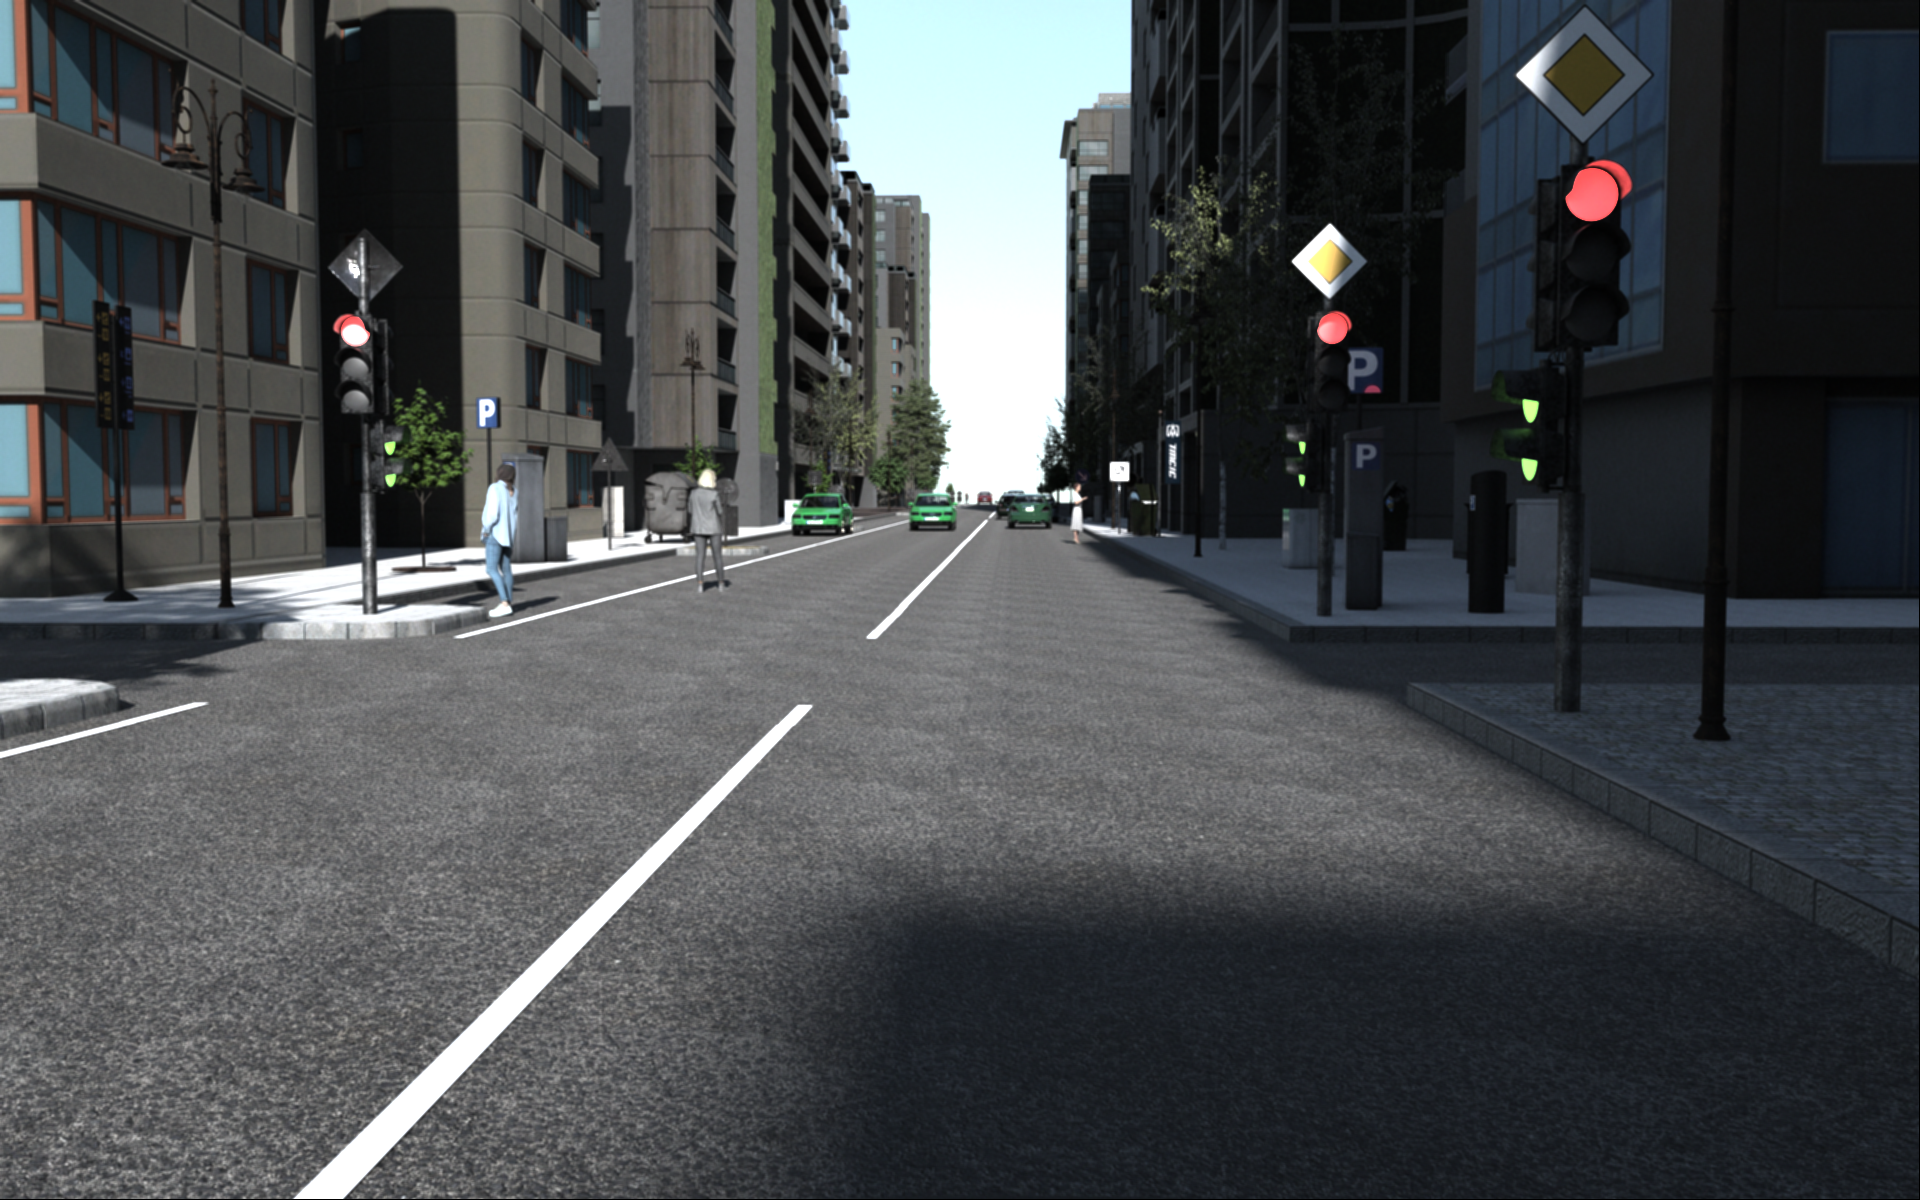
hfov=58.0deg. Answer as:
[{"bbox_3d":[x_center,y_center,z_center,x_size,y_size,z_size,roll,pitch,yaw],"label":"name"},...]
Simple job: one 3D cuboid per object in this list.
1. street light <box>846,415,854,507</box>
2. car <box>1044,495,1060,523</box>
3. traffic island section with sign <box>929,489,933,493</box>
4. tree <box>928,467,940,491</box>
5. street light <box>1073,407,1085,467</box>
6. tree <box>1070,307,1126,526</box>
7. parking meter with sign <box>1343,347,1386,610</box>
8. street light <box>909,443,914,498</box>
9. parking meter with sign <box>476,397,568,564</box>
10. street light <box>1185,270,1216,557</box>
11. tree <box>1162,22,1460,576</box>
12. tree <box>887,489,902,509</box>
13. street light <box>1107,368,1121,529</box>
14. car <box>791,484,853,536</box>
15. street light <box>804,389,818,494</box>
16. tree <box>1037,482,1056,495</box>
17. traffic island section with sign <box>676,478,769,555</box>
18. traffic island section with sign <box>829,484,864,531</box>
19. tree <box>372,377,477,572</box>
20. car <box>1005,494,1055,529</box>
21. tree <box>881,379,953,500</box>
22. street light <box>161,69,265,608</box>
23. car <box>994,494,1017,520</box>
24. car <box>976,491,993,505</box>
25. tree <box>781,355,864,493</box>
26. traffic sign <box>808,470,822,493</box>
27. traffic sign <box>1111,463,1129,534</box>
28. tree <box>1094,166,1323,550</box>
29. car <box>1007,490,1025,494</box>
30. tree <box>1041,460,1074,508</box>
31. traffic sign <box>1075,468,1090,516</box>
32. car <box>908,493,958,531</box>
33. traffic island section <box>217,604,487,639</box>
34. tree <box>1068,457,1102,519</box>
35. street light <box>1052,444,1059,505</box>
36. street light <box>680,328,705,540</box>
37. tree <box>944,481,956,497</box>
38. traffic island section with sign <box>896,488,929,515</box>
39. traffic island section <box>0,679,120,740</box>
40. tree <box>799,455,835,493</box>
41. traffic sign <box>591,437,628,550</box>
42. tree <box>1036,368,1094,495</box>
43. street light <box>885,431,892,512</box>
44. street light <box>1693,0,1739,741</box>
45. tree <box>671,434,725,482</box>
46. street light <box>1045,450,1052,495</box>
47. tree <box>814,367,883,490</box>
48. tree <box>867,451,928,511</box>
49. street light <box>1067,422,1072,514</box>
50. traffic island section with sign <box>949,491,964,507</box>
[{"bbox_3d":[-6.040,-7.489,95.235,0.468,5.910,1.993,0,4,2],"label":"street light"},{"bbox_3d":[4.115,-4.673,88.405,2.014,1.417,4.499,0,4,1],"label":"car"},{"bbox_3d":[-2.492,-8.344,145.050,1.989,1.847,2.006,0,4,2],"label":"traffic island section with sign"},{"bbox_3d":[-3.731,-12.675,190.944,4.285,4.588,4.351,0,3,0],"label":"tree"},{"bbox_3d":[6.465,-7.319,92.452,0.468,5.910,1.993,0,4,2],"label":"street light"},{"bbox_3d":[6.513,-7.256,68.995,4.360,8.622,3.978,0,3,0],"label":"tree"},{"bbox_3d":[4.614,-1.445,19.884,0.543,3.016,1.738,1,4,10],"label":"parking meter with sign"},{"bbox_3d":[-4.216,-10.996,152.567,0.468,5.910,1.993,0,4,2],"label":"street light"},{"bbox_3d":[-8.062,-2.190,32.074,0.543,3.016,1.738,2,4,34],"label":"parking meter with sign"},{"bbox_3d":[4.874,-3.823,35.293,0.468,5.910,1.993,0,4,2],"label":"street light"},{"bbox_3d":[5.606,-4.689,27.035,4.360,8.622,3.978,0,3,0],"label":"tree"},{"bbox_3d":[-5.398,-9.404,148.352,1.663,3.219,1.824,0,3,0],"label":"tree"},{"bbox_3d":[5.664,-5.568,63.818,0.468,5.910,1.993,0,4,2],"label":"street light"},{"bbox_3d":[-4.807,-3.178,60.748,1.959,1.807,4.718,0,4,3],"label":"car"},{"bbox_3d":[-6.588,-6.344,76.509,0.468,5.910,1.993,0,4,2],"label":"street light"},{"bbox_3d":[12.010,-14.701,234.956,1.663,3.219,1.824,0,3,0],"label":"tree"},{"bbox_3d":[-5.630,-2.007,41.436,1.989,1.847,2.006,0,4,2],"label":"traffic island section with sign"},{"bbox_3d":[-4.825,-3.655,68.380,1.989,1.847,2.006,0,4,2],"label":"traffic island section with sign"},{"bbox_3d":[-9.034,-2.087,28.717,1.663,3.219,1.824,0,3,0],"label":"tree"},{"bbox_3d":[2.944,-3.726,72.713,2.131,1.459,4.920,0,4,3],"label":"car"},{"bbox_3d":[-4.007,-15.413,170.134,7.486,12.596,7.792,0,3,0],"label":"tree"},{"bbox_3d":[-8.308,-2.853,19.435,0.468,5.910,1.993,0,4,2],"label":"street light"},{"bbox_3d":[2.947,-5.391,97.931,2.009,1.686,4.222,0,4,2],"label":"car"},{"bbox_3d":[3.362,-13.835,234.879,2.281,1.827,5.304,0,4,1],"label":"car"},{"bbox_3d":[-7.132,-8.586,90.743,4.360,8.622,3.978,0,3,0],"label":"tree"},{"bbox_3d":[-6.287,-4.462,75.088,0.606,2.300,0.079,0,4,4],"label":"traffic sign"},{"bbox_3d":[5.141,-3.284,55.827,0.606,2.300,0.079,0,4,8],"label":"traffic sign"},{"bbox_3d":[6.272,-5.456,39.560,4.737,8.622,4.395,0,3,0],"label":"tree"},{"bbox_3d":[5.208,-9.381,162.047,2.281,1.827,5.304,0,4,1],"label":"car"},{"bbox_3d":[9.031,-10.791,160.145,4.285,4.588,4.351,0,3,0],"label":"tree"},{"bbox_3d":[6.082,-5.256,86.041,0.768,2.556,0.104,0,4,3],"label":"traffic sign"},{"bbox_3d":[-1.064,-3.675,68.882,1.959,1.807,4.718,0,4,1],"label":"car"},{"bbox_3d":[-6.331,0.229,18.542,2.009,0.180,2.903,0,4,2],"label":"traffic island section"},{"bbox_3d":[6.451,-5.857,90.368,1.663,3.219,1.824,0,3,0],"label":"tree"},{"bbox_3d":[7.921,-10.249,140.365,0.468,5.910,1.993,0,4,2],"label":"street light"},{"bbox_3d":[-7.440,-4.621,48.336,0.468,5.910,1.993,0,4,2],"label":"street light"},{"bbox_3d":[-1.290,-15.669,250.789,1.663,3.219,1.824,0,3,0],"label":"tree"},{"bbox_3d":[-3.321,-6.696,118.108,1.989,1.847,2.006,0,4,2],"label":"traffic island section with sign"},{"bbox_3d":[-6.573,0.717,10.561,2.009,0.180,2.903,0,4,2],"label":"traffic island section"},{"bbox_3d":[-6.787,-5.508,84.654,1.663,3.219,1.824,0,3,0],"label":"tree"},{"bbox_3d":[-7.998,-2.416,39.512,0.884,2.594,0.081,0,4,6],"label":"traffic sign"},{"bbox_3d":[7.431,-9.160,100.123,4.737,8.622,4.395,0,3,0],"label":"tree"},{"bbox_3d":[-5.073,-9.273,124.395,0.468,5.910,1.993,0,4,2],"label":"street light"},{"bbox_3d":[3.944,-2.209,8.906,0.468,5.910,1.993,0,4,2],"label":"street light"},{"bbox_3d":[-8.592,-3.759,56.059,1.663,3.219,1.824,0,3,0],"label":"tree"},{"bbox_3d":[8.868,-12.021,169.331,0.468,5.910,1.993,0,4,2],"label":"street light"},{"bbox_3d":[-6.503,-9.074,98.727,4.737,8.622,4.395,0,3,0],"label":"tree"},{"bbox_3d":[-5.377,-9.019,131.168,4.285,4.588,4.351,0,3,0],"label":"tree"},{"bbox_3d":[7.166,-8.496,111.692,0.468,5.910,1.993,0,4,2],"label":"street light"},{"bbox_3d":[-0.816,-11.739,200.562,1.989,1.847,2.006,0,4,2],"label":"traffic island section with sign"}]
